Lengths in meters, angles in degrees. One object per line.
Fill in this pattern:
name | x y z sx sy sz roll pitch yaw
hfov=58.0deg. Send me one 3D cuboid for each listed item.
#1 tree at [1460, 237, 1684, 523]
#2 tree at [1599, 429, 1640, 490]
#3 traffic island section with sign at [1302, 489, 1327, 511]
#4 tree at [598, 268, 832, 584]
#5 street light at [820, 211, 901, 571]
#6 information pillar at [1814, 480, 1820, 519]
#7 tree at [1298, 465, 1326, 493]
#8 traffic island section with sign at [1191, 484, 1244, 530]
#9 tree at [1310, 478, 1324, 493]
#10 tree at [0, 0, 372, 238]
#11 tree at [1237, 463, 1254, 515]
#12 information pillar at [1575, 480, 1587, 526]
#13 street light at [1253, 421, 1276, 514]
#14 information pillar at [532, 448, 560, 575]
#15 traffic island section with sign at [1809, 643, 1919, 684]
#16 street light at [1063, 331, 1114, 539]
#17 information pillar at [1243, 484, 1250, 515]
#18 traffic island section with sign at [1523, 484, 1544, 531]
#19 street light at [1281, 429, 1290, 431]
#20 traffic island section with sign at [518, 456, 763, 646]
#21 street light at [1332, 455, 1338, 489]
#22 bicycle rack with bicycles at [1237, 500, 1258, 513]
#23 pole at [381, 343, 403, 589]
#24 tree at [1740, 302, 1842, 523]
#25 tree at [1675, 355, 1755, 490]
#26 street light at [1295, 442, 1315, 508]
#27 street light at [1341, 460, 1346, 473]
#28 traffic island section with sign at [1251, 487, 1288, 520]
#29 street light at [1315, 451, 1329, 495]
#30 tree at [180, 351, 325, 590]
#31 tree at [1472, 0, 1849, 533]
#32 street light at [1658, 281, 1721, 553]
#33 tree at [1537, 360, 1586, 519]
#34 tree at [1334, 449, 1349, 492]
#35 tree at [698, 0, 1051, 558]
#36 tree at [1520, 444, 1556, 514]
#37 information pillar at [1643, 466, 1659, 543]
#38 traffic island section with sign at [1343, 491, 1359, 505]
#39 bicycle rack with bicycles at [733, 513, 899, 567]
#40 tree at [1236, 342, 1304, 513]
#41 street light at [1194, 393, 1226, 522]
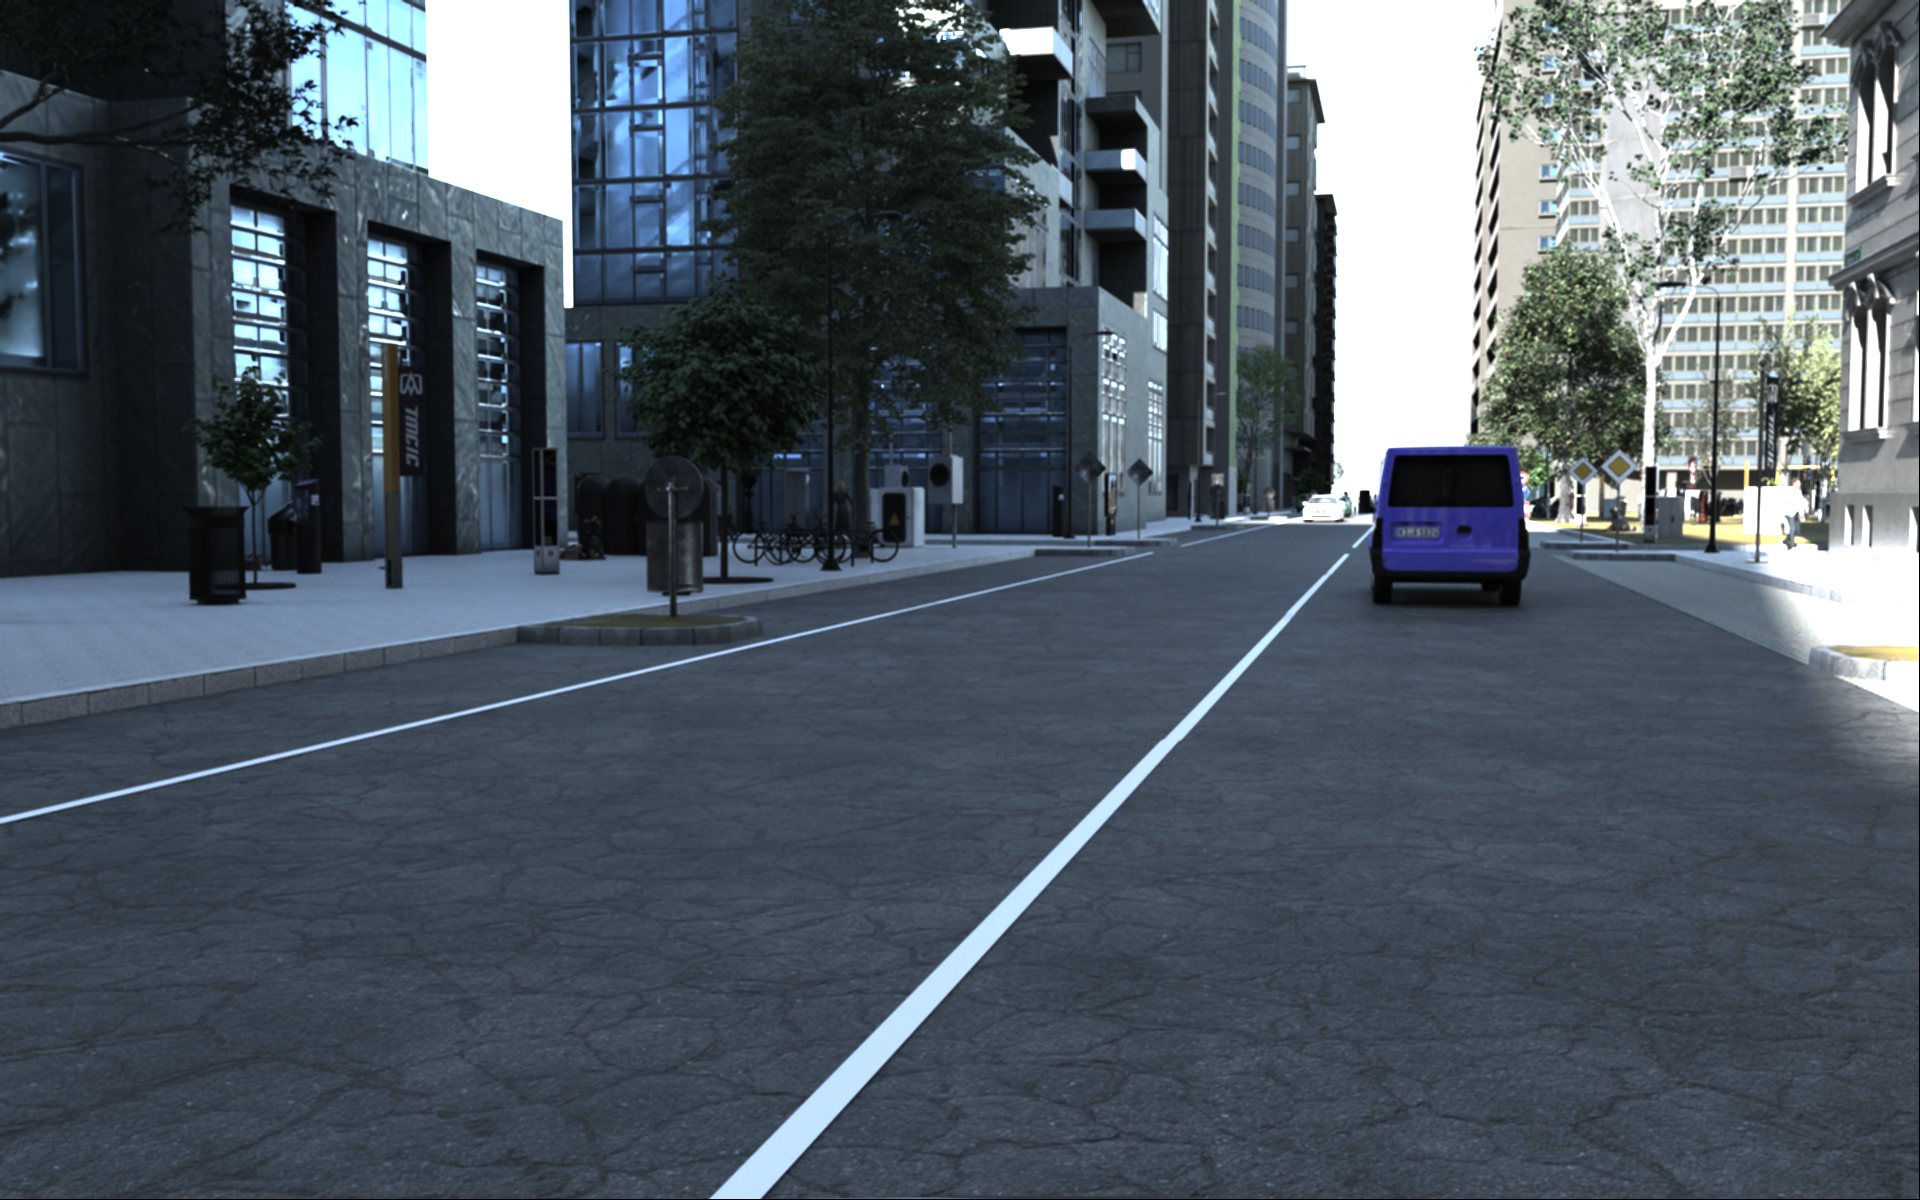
tree | 27.280 -9.811 77.420 9.611 12.733 9.660 0 3 0
tree | 42.577 -9.844 111.318 4.360 8.622 3.978 0 3 0
traffic island section with sign | 29.703 -8.353 145.207 1.989 1.847 2.006 1 4 14
tree | -3.549 -2.544 25.304 4.285 4.588 4.351 0 3 0
street light | -1.643 -3.436 28.714 1.470 5.913 1.316 1 4 14
information pillar | 44.278 -5.192 89.383 0.304 2.012 0.304 2 4 27
tree | 39.557 -12.972 195.802 4.285 4.588 4.351 0 3 0
traffic island section with sign | 10.458 -3.763 70.159 1.989 1.847 2.006 1 4 14
tree | 39.298 -12.064 191.843 1.663 3.219 1.824 0 3 0
tree | -6.676 -4.645 10.352 7.601 10.594 8.767 -1 4 -11
tree | 17.071 -6.876 107.025 1.663 3.219 1.824 0 3 0
information pillar | 24.764 -3.950 69.081 0.304 2.012 0.304 -3 4 -38
street light | 19.278 -8.394 109.779 1.470 5.913 1.316 1 4 14
information pillar | -6.610 -1.417 27.656 0.304 2.012 0.304 -3 5 -40
traffic island section with sign | 7.931 -0.311 13.718 1.989 1.847 2.006 1 4 14
street light | 3.676 -4.707 49.504 1.470 5.913 1.316 1 4 14
information pillar | 17.968 -6.365 108.560 0.304 2.012 0.304 -3 4 -38
traffic island section with sign | 21.900 -3.644 68.204 1.989 1.847 2.006 1 4 14
street light | 22.959 -9.296 124.535 1.470 5.913 1.316 1 4 14
traffic island section with sign | -3.079 -0.535 17.374 1.989 1.847 2.006 1 4 14
street light | 43.360 -14.147 203.851 1.470 5.913 1.316 1 4 14
bicycle rack with bicycles | 18.559 -6.227 115.190 2.852 0.926 2.925 -1 4 -22
pole | -7.700 -1.812 23.466 0.158 3.312 0.155 0 3 0
tree | 32.345 -7.167 67.542 4.737 8.622 4.395 0 3 0
tree | 40.273 -8.694 92.511 4.360 8.622 3.978 0 3 0
street light | 30.653 -11.143 154.723 1.470 5.913 1.316 1 4 14
street light | 50.989 -15.993 234.021 1.470 5.913 1.316 1 4 14
traffic island section with sign | 17.384 -5.415 97.167 1.989 1.847 2.006 1 4 14
street light | 38.356 -12.979 184.752 1.470 5.913 1.316 1 4 14
tree | -9.488 -1.772 23.578 1.663 3.219 1.824 0 3 0
tree | 23.960 -12.233 55.903 12.611 20.169 13.585 0 3 0
street light | 15.943 -3.996 37.879 1.470 5.913 1.316 1 4 14
tree | 30.306 -8.440 88.357 4.737 8.622 4.395 0 3 0
tree | 60.249 -19.973 276.922 4.737 8.622 4.395 0 3 0
tree | -1.750 -7.134 34.769 7.486 12.596 7.792 0 3 0
tree | 36.809 -7.856 112.166 4.285 4.588 4.351 0 3 0
information pillar | 18.356 -2.538 45.981 0.304 2.012 0.304 2 4 33
traffic island section with sign | 57.109 -14.888 252.054 1.989 1.847 2.006 1 4 14
bicycle rack with bicycles | -2.776 -1.124 31.758 2.925 0.926 2.852 1 4 10
tree | 19.610 -11.728 117.503 9.928 11.665 9.643 0 3 0
street light | 11.538 -6.558 79.758 1.470 5.913 1.316 1 4 14
